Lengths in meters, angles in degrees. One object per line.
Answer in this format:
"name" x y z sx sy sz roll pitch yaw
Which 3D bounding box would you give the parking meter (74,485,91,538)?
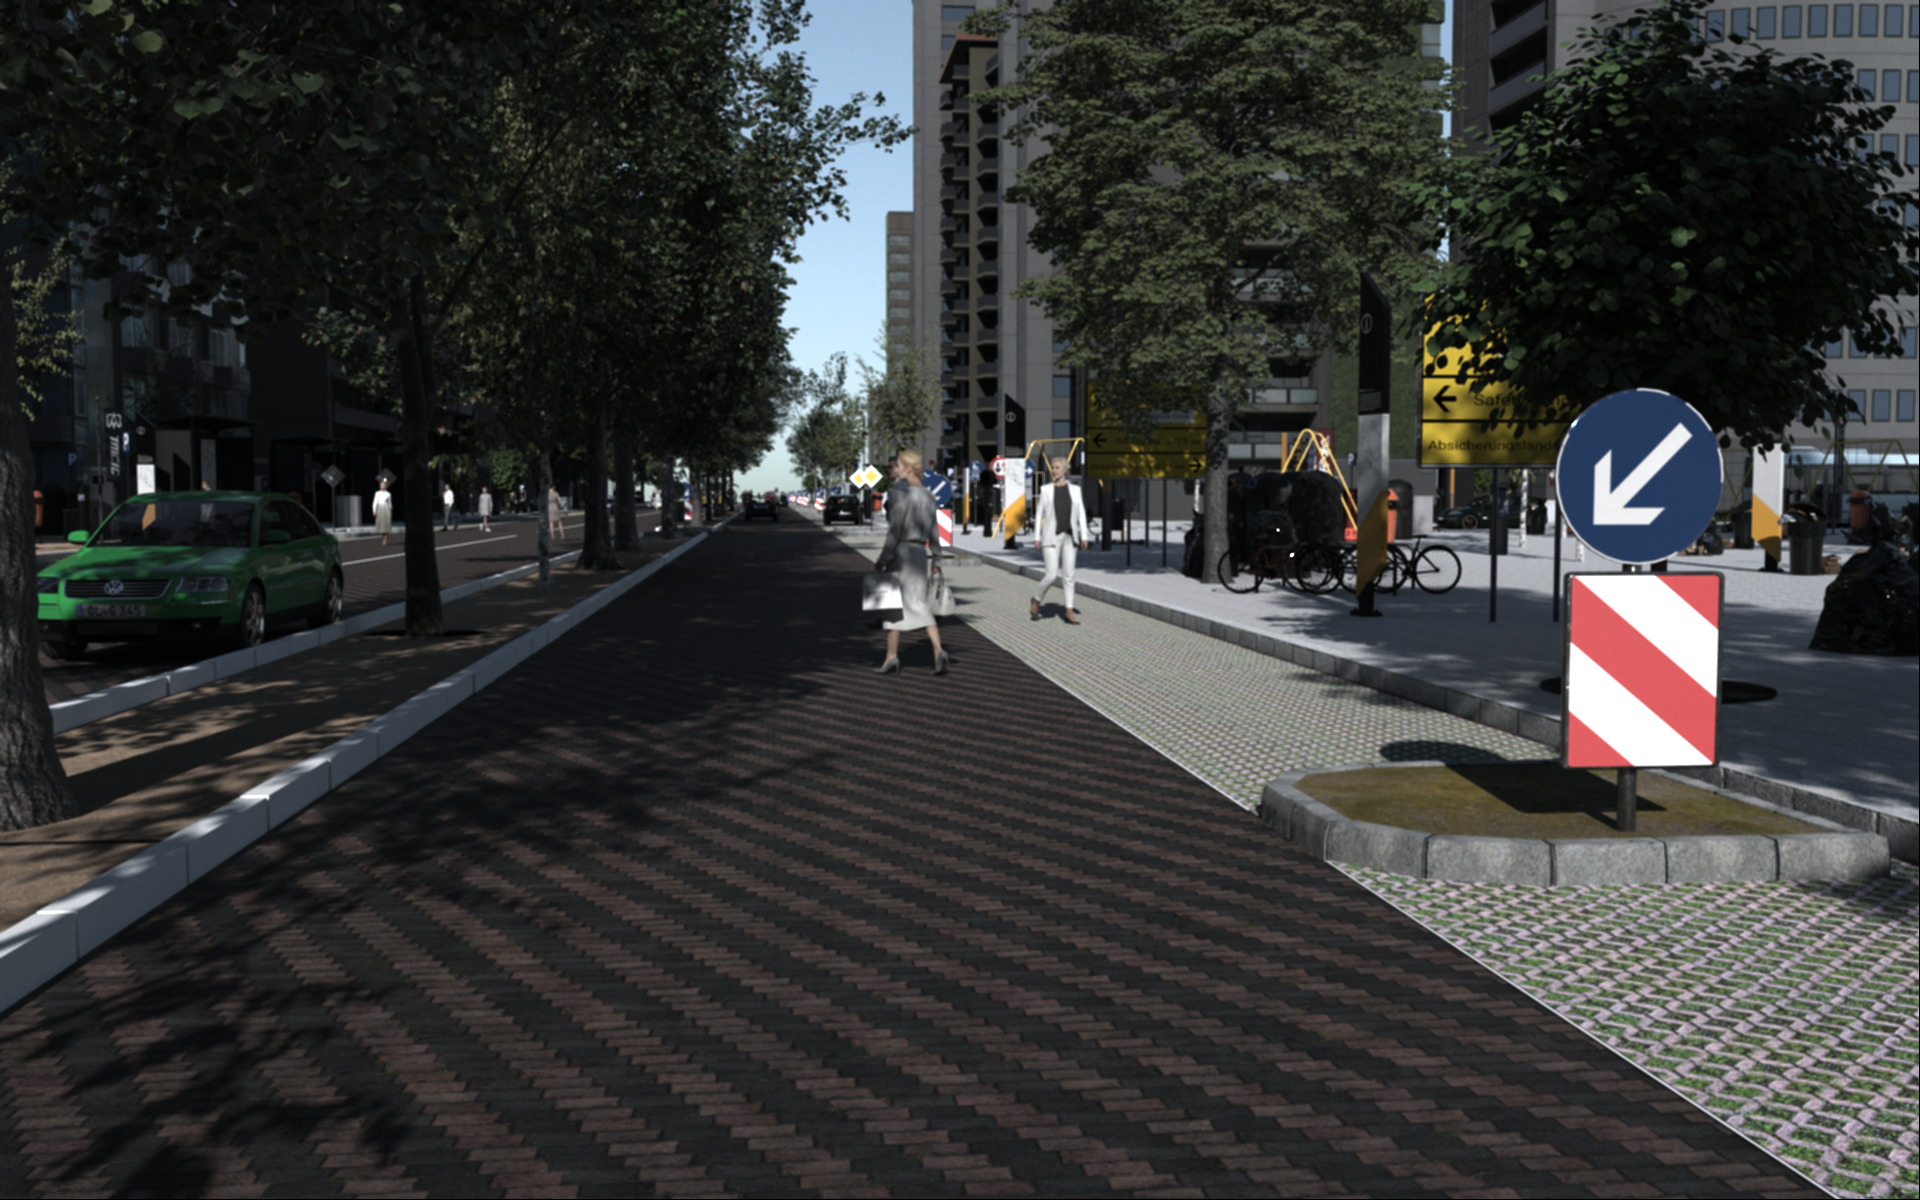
"parking meter" -23.875 -2.368 47.121 0.372 1.533 0.369 0 3 0

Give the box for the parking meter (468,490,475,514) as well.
"parking meter" -32.005 -6.427 113.490 0.372 1.533 0.369 0 3 0

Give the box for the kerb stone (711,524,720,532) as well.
"kerb stone" -9.685 -2.829 68.502 0.120 0.150 1.000 0 4 -6

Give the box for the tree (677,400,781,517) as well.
"tree" -14.846 -11.342 106.021 7.486 12.596 7.792 0 3 0

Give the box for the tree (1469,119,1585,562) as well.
"tree" 11.540 -5.030 32.595 4.737 8.622 4.395 0 3 0

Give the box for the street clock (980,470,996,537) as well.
"street clock" 0.830 -2.883 51.710 0.358 2.002 0.471 -3 5 -44

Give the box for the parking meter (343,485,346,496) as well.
"parking meter" -39.753 -6.519 112.299 0.255 1.863 0.399 2 4 33

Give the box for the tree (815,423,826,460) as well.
"tree" -7.965 -10.550 122.860 4.737 8.622 4.395 0 3 0

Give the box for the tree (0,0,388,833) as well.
"tree" -4.202 -5.987 6.997 9.857 13.997 8.962 0 3 0

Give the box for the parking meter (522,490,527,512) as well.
"parking meter" -30.492 -6.900 121.224 0.372 1.533 0.369 0 3 0

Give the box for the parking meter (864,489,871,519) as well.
"parking meter" -4.844 -5.042 90.848 0.372 1.533 0.369 0 3 0

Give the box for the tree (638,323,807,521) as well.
"tree" -13.179 -10.854 90.289 12.009 13.543 11.850 0 3 0

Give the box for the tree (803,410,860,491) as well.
"tree" -11.339 -12.670 157.508 4.360 8.622 3.978 0 3 0

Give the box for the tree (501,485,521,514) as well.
"tree" -29.487 -7.295 113.873 1.663 3.219 1.824 0 3 0

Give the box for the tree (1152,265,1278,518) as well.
"tree" 7.594 -6.356 54.286 4.360 8.622 3.978 0 3 0

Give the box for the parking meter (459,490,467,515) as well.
"parking meter" -30.119 -6.064 104.862 0.399 1.863 0.255 1 4 11

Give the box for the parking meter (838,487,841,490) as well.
"parking meter" -9.675 -8.160 139.133 0.255 1.863 0.399 0 4 -8

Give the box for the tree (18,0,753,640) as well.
"tree" -5.527 -5.445 17.242 9.928 11.665 9.643 0 3 0

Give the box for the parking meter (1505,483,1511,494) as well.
"parking meter" 27.622 -5.004 87.523 0.255 1.863 0.399 -1 4 -19

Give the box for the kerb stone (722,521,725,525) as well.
"kerb stone" -10.460 -3.269 75.638 0.120 0.150 1.000 0 4 -6

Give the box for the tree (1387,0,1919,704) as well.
"tree" 4.579 -1.674 11.079 4.285 4.588 4.351 0 3 0

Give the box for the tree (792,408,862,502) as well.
"tree" -14.448 -15.426 186.626 8.767 10.594 7.601 -2 4 -34

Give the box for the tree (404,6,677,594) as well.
"tree" -6.011 -4.399 24.744 4.737 8.622 4.395 0 3 0

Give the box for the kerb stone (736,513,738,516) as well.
"kerb stone" -13.594 -5.010 104.167 0.120 0.150 1.000 0 4 -6

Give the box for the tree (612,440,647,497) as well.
"tree" -39.044 -15.987 195.804 8.767 10.594 7.601 0 4 6

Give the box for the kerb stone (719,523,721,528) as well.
"kerb stone" -9.903 -2.953 70.534 0.120 0.150 1.000 0 4 -6

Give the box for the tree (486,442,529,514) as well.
"tree" -28.787 -7.711 109.793 4.285 4.588 4.351 0 3 0

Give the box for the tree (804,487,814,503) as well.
"tree" -21.956 -15.899 254.545 1.663 3.219 1.824 0 3 0

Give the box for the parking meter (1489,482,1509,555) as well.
"parking meter" 11.337 -1.713 36.423 0.372 1.533 0.369 0 3 0

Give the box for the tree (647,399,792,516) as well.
"tree" -15.736 -10.841 114.126 8.767 10.594 7.601 0 4 -6

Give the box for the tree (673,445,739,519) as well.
"tree" -14.224 -8.929 98.804 4.360 8.622 3.978 0 3 0

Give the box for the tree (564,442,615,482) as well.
"tree" -36.624 -15.409 170.058 7.486 12.596 7.792 0 3 0

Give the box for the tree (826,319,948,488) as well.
"tree" -2.305 -7.433 71.891 4.737 8.622 4.395 0 3 0

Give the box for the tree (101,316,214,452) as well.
"tree" -31.995 -7.309 69.866 4.360 8.622 3.978 0 3 0

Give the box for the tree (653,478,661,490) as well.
"tree" -45.804 -17.318 266.860 4.285 4.588 4.351 0 3 0

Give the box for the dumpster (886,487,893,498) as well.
"dumpster" -3.942 -6.296 108.693 1.264 1.857 1.865 0 4 -6

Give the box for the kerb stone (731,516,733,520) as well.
"kerb stone" -12.143 -4.197 90.921 0.120 0.150 1.000 0 4 -6

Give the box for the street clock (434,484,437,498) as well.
"street clock" -38.065 -7.393 125.442 0.358 2.002 0.471 -2 4 -23

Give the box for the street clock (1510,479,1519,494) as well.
"street clock" 27.483 -4.976 85.930 0.471 2.002 0.358 -3 5 -43

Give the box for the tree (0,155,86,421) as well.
"tree" -20.941 -5.277 36.650 4.737 8.622 4.395 0 3 0

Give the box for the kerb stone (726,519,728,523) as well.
"kerb stone" -11.026 -3.581 80.741 0.120 0.150 1.000 0 4 -6

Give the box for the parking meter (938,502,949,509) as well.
"parking meter" -0.667 -3.832 71.068 0.372 1.533 0.369 0 3 0

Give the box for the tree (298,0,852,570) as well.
"tree" -6.850 -6.903 32.328 9.611 12.733 9.660 0 3 0

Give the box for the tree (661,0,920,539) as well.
"tree" -7.892 -11.920 53.240 12.611 20.169 13.585 0 3 0

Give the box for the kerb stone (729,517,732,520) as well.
"kerb stone" -11.911 -4.079 88.884 0.120 0.150 1.000 0 4 -6

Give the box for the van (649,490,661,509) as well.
"van" -30.102 -10.176 173.392 2.013 2.044 4.112 -1 4 -8

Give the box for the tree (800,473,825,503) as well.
"tree" -20.600 -15.734 240.960 4.285 4.588 4.351 0 3 0

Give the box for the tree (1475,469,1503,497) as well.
"tree" 24.833 -5.400 82.890 1.663 3.219 1.824 0 3 0

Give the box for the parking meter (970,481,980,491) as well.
"parking meter" 0.748 -5.334 92.919 0.399 1.863 0.255 -1 4 -15

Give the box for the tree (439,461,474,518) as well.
"tree" -26.482 -5.926 91.486 1.663 3.219 1.824 0 3 0

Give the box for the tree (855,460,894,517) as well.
"tree" -4.542 -6.310 97.768 1.663 3.219 1.824 0 3 0

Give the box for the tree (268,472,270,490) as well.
"tree" -31.817 -5.344 81.970 1.663 3.219 1.824 0 3 0

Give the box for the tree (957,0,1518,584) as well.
"tree" 3.815 -6.483 24.117 7.486 12.596 7.792 0 3 0
